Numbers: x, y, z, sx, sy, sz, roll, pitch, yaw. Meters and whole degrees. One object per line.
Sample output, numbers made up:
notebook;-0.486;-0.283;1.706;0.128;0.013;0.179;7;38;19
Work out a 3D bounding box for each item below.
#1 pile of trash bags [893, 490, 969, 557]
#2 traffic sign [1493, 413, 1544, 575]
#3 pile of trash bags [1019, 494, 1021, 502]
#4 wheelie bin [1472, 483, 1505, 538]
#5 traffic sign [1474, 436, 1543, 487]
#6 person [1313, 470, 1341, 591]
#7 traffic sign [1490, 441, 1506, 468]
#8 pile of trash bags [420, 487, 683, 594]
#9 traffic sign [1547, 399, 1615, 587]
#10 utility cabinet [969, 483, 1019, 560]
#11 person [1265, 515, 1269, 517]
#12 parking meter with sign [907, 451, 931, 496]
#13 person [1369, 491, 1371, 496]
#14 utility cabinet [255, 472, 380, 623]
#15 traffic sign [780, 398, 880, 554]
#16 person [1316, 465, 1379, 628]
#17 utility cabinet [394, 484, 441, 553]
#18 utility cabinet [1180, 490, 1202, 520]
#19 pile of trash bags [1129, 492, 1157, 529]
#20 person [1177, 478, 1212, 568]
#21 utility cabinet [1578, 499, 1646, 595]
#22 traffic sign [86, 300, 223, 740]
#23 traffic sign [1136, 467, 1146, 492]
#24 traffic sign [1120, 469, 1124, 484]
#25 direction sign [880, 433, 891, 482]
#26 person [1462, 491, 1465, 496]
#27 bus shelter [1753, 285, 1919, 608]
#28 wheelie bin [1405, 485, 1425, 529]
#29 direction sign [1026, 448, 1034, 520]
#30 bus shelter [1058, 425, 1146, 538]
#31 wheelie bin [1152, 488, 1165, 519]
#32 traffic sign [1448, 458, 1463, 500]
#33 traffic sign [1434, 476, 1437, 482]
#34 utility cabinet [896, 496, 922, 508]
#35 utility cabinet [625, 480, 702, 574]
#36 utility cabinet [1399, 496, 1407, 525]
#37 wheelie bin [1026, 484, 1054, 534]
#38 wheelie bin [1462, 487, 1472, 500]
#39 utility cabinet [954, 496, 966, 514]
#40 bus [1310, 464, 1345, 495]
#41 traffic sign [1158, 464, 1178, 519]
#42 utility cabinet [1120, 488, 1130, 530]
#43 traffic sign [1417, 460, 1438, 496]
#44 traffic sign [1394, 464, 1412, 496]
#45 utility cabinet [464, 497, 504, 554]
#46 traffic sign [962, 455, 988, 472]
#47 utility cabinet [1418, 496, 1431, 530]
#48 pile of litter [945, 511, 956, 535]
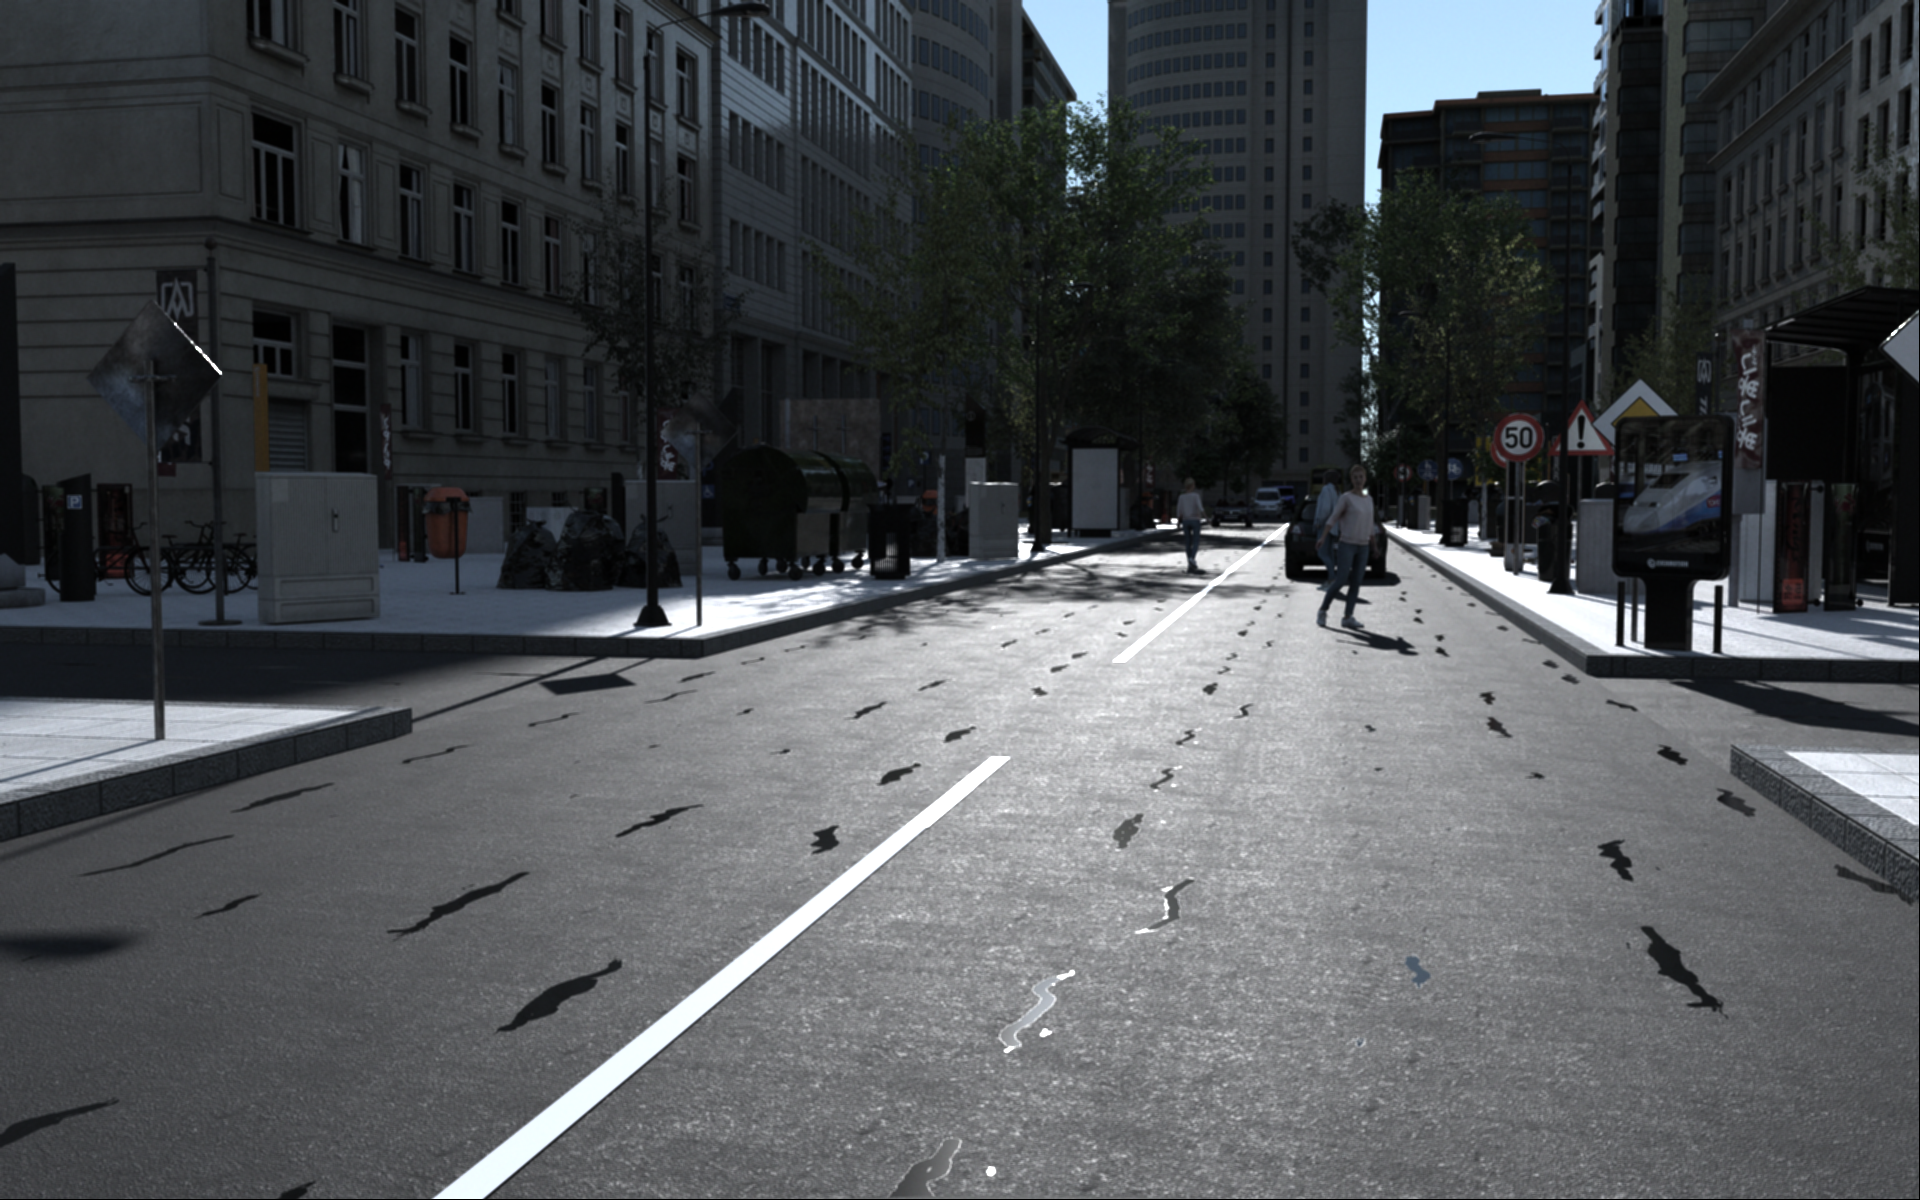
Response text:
pile of trash bags;-0.434;-1.661;36.908;1.912;1.369;3.447;-1;4;-10
traffic sign;8.803;-1.666;27.353;0.768;2.556;0.104;1;4;13
pile of trash bags;1.351;-4.563;84.356;3.447;1.369;1.912;-1;4;-23
wheelie bin;15.450;-2.596;50.347;0.693;1.594;0.980;2;4;31
traffic sign;19.011;-4.049;60.071;2.265;3.308;0.079;1;4;18
person;5.491;-1.039;25.749;0.793;1.790;0.793;0;4;-5
traffic sign;11.003;-2.115;34.684;0.768;2.556;0.104;1;4;17
pile of trash bags;-5.575;-0.829;23.311;3.447;1.369;1.912;-3;5;-43
traffic sign;8.550;-1.462;23.900;0.884;2.594;0.081;1;4;15
utility cabinet;0.672;-1.533;33.747;0.318;1.500;1.173;3;5;41
person;18.954;-5.859;107.534;0.697;1.427;0.421;0;4;7
parking meter with sign;-1.829;-4.498;69.802;0.543;3.016;1.738;2;4;28
person;39.210;-9.573;165.950;0.436;1.711;0.756;3;5;43
utility cabinet;-6.431;-0.533;17.391;0.318;1.500;1.173;3;4;38
traffic sign;-2.802;-2.642;37.069;2.265;3.308;0.079;1;4;16
person;4.092;-0.581;18.672;0.731;1.740;0.598;-3;4;-38
utility cabinet;-11.788;-1.771;37.631;1.173;1.500;0.318;2;4;32
utility cabinet;11.398;-4.692;85.392;1.173;1.500;0.318;-2;4;-34
pile of trash bags;6.491;-3.357;64.647;1.912;1.369;3.447;2;4;26
person;4.527;-1.492;33.568;0.731;1.740;0.598;1;4;18
utility cabinet;8.471;-0.673;22.163;1.020;1.237;0.306;2;4;33
traffic sign;-4.181;-0.327;8.996;0.795;2.450;0.064;1;4;12
traffic sign;8.721;-5.012;81.949;0.884;2.594;0.081;1;4;21
traffic sign;7.985;-5.304;86.833;0.768;2.556;0.104;1;4;16
direction sign;-2.965;-4.414;64.173;0.876;3.537;0.379;1;4;20
person;48.523;-9.613;166.616;0.436;1.711;0.756;1;4;18
bus shelter;11.673;-1.904;22.407;1.731;3.624;6.357;1;4;12
wheelie bin;16.601;-3.382;63.208;0.693;1.594;0.980;1;4;12
direction sign;3.447;-5.682;84.903;0.379;3.537;0.876;2;4;28
bus shelter;4.435;-3.641;53.451;2.014;3.302;5.546;1;4;12
wheelie bin;10.147;-4.925;88.436;0.980;1.594;0.693;3;5;44
traffic sign;17.392;-3.744;61.312;0.768;2.556;0.104;1;4;13
traffic sign;23.766;-5.227;85.563;0.768;2.556;0.104;1;4;16
utility cabinet;-1.261;-2.302;48.795;1.020;1.237;0.306;1;4;13
utility cabinet;-4.675;-1.140;27.321;1.173;1.500;0.318;-1;4;-11
utility cabinet;18.508;-3.721;72.001;0.306;1.237;1.020;2;4;32
wheelie bin;2.628;-2.936;55.913;0.980;1.594;0.693;-3;4;-39
wheelie bin;24.452;-4.574;82.692;0.980;1.594;0.693;-2;4;-31
utility cabinet;0.315;-3.296;65.043;1.020;1.237;0.306;-2;4;-25
bus;29.710;-9.093;140.219;2.896;3.916;12.252;1;4;12
traffic sign;8.965;-4.573;74.774;0.884;2.594;0.081;1;4;17
utility cabinet;5.815;-3.227;61.443;0.318;1.500;1.173;1;4;12
traffic sign;17.270;-3.905;63.953;0.768;2.556;0.104;1;4;17
traffic sign;18.557;-4.433;72.591;0.768;2.556;0.104;1;4;16
utility cabinet;-10.366;-1.602;37.348;1.020;1.237;0.306;-1;4;-16
traffic sign;0.421;-3.070;50.296;0.768;2.556;0.104;1;4;18
utility cabinet;16.638;-3.112;62.041;0.306;1.237;1.020;2;4;24
pile of litter;-0.440;-1.808;43.531;1.719;0.858;1.176;-2;4;-29
